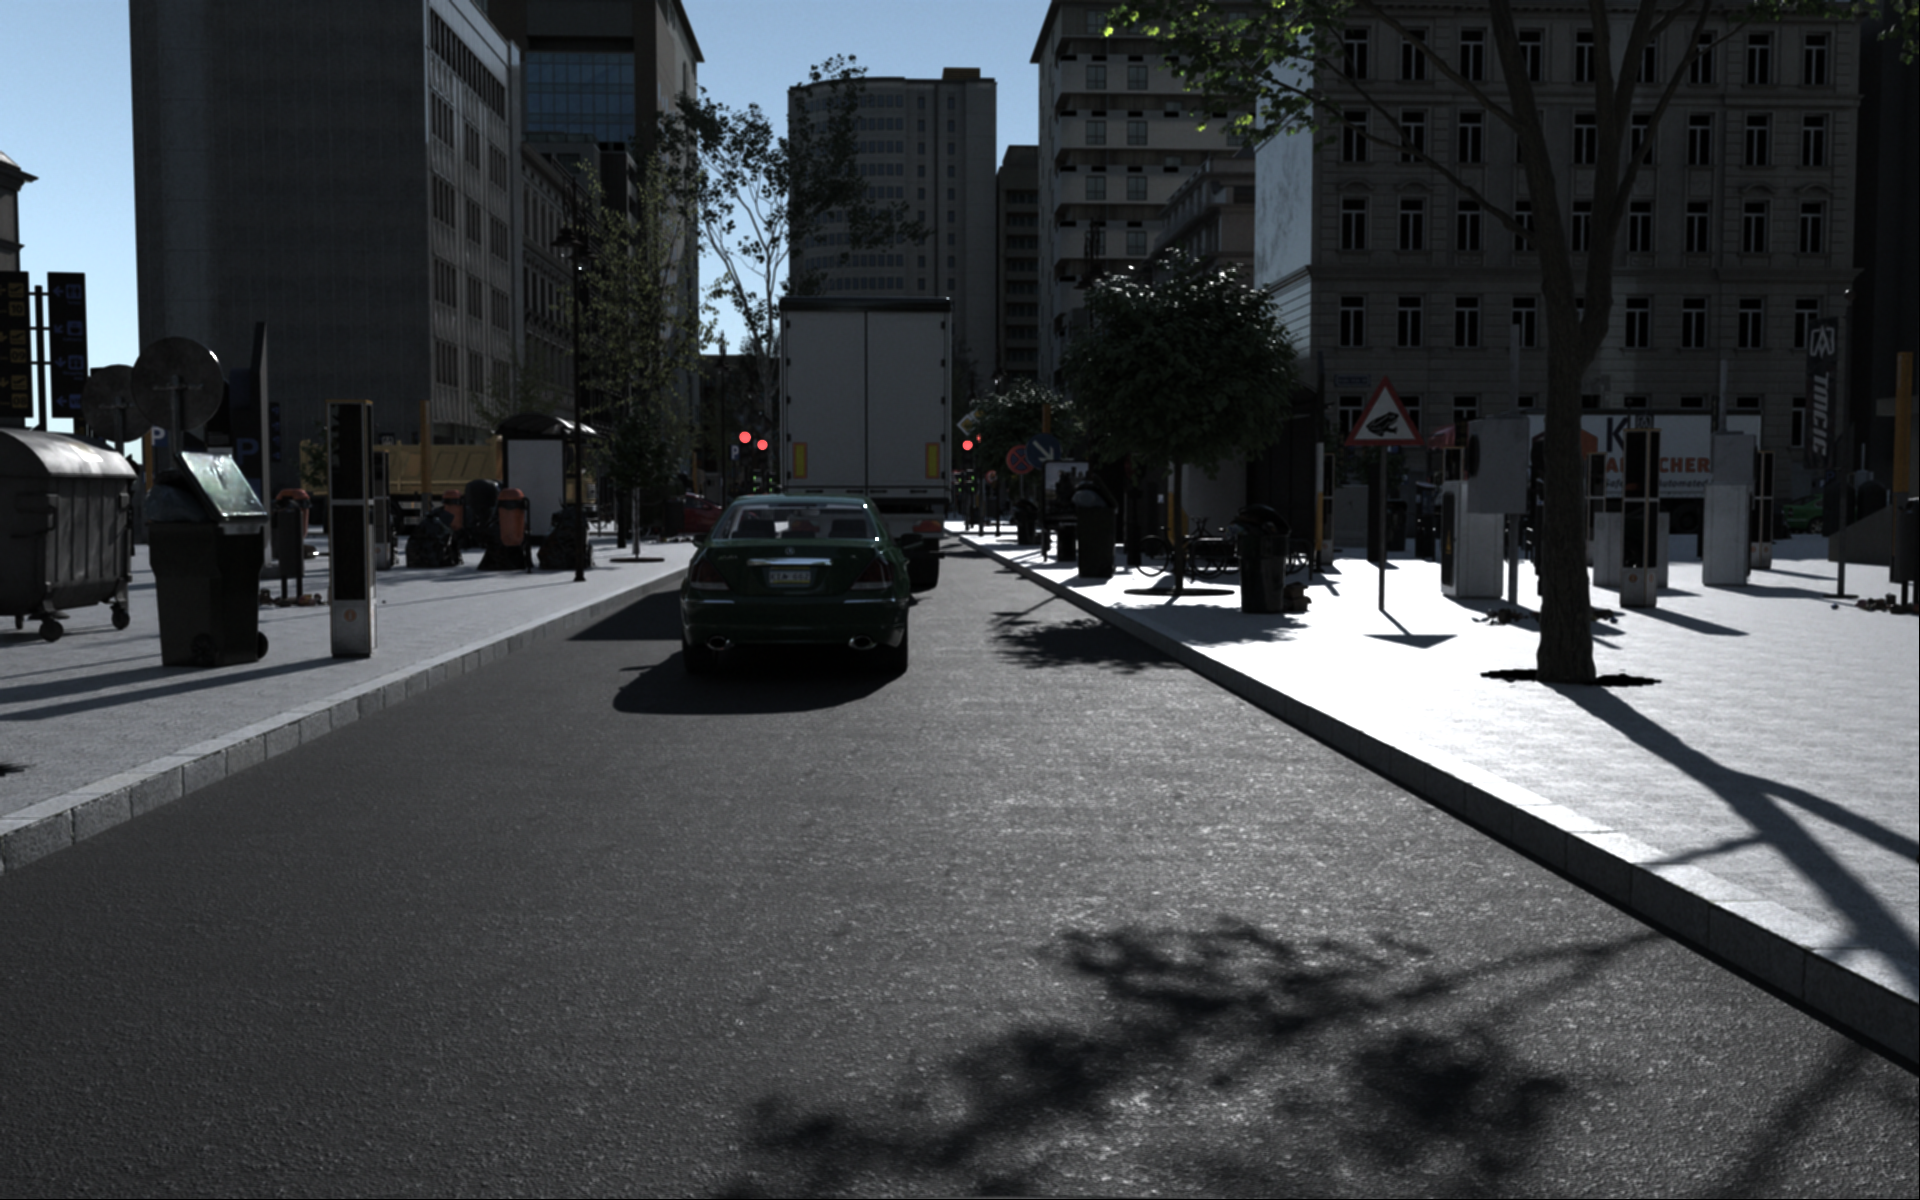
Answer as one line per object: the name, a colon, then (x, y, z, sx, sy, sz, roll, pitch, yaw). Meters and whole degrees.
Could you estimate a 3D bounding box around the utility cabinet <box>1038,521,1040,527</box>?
utility cabinet: (3.368, -3.418, 67.053, 1.020, 1.237, 0.306, 1, 4, 9)

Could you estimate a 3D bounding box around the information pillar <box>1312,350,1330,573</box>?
information pillar: (5.837, -2.248, 28.102, 0.183, 3.616, 0.504, 0, 4, 7)

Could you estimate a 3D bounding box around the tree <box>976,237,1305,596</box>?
tree: (2.849, -2.366, 22.398, 4.285, 4.588, 4.351, 0, 3, 0)

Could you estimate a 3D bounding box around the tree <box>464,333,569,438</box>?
tree: (-19.944, -7.854, 78.768, 4.737, 8.622, 4.395, 0, 3, 0)

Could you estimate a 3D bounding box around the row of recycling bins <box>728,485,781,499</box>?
row of recycling bins: (-9.518, -4.555, 81.582, 3.534, 1.692, 1.069, 2, 4, 35)

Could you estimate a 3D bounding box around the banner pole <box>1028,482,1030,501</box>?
banner pole: (2.572, -4.385, 61.708, 0.401, 3.779, 0.863, -2, 4, -31)

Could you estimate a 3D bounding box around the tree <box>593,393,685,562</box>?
tree: (-6.241, -2.337, 32.807, 1.663, 3.219, 1.824, 0, 3, 0)

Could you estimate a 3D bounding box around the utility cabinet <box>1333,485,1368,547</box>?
utility cabinet: (9.400, -2.021, 41.721, 0.318, 1.500, 1.173, -3, 5, -40)

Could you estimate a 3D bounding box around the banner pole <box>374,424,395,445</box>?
banner pole: (-20.648, -4.407, 62.072, 0.863, 3.779, 0.401, -1, 4, -22)

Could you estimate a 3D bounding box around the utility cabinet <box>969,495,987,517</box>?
utility cabinet: (0.997, -5.331, 98.331, 1.020, 1.237, 0.306, 1, 4, 13)

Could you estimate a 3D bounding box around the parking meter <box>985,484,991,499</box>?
parking meter: (1.592, -5.821, 100.890, 0.255, 1.863, 0.399, -3, 5, -42)

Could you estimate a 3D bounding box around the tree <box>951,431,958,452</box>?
tree: (-2.265, -11.088, 131.658, 4.360, 8.622, 3.978, 0, 3, 0)

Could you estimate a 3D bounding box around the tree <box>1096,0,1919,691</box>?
tree: (4.223, -5.257, 11.709, 9.928, 11.665, 9.643, 0, 3, 0)

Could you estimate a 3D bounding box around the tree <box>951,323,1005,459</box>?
tree: (-1.763, -12.851, 120.485, 12.009, 13.543, 11.850, 0, 3, 0)

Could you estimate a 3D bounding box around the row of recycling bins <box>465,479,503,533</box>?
row of recycling bins: (-13.298, -2.569, 49.114, 1.069, 1.692, 3.534, 0, 4, -2)

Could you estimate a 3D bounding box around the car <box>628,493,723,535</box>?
car: (-8.564, -2.819, 55.133, 4.494, 1.783, 2.155, 0, 4, -3)

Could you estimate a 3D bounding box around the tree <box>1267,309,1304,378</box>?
tree: (11.469, -7.213, 68.289, 4.737, 8.622, 4.395, 0, 3, 0)

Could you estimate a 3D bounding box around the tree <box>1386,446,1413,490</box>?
tree: (10.794, -3.060, 44.631, 1.663, 3.219, 1.824, 0, 3, 0)

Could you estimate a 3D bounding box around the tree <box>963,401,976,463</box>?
tree: (1.756, -3.864, 46.892, 4.285, 4.588, 4.351, 0, 3, 0)

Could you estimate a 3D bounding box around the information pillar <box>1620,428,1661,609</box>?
information pillar: (7.665, -0.919, 19.517, 0.304, 2.012, 0.304, -3, 5, -44)

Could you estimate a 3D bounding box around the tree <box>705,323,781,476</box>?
tree: (-9.642, -9.755, 93.905, 8.767, 10.594, 7.601, 0, 4, -4)

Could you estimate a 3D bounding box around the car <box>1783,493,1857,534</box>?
car: (29.390, -2.977, 57.473, 4.718, 1.807, 1.959, 0, 4, -1)

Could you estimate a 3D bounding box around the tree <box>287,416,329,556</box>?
tree: (-12.973, -2.559, 36.442, 1.663, 3.219, 1.824, 0, 3, 0)

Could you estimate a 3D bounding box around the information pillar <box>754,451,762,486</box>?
information pillar: (-9.919, -5.733, 85.082, 0.504, 3.616, 0.183, 0, 4, -8)

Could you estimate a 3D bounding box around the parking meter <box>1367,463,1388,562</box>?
parking meter: (7.938, -1.663, 32.909, 0.255, 1.863, 0.399, 3, 4, 38)

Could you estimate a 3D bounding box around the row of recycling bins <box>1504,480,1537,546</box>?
row of recycling bins: (14.435, -2.264, 44.130, 1.069, 1.692, 3.534, 2, 4, 25)

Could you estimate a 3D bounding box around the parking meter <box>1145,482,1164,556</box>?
parking meter: (4.024, -1.676, 35.806, 0.372, 1.533, 0.369, 0, 3, 0)

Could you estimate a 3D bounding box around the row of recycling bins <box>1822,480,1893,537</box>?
row of recycling bins: (27.660, -2.721, 51.596, 3.534, 1.692, 1.069, 1, 4, 10)

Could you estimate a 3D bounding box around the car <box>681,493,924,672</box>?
car: (-1.373, -0.220, 15.401, 2.131, 1.459, 4.920, 0, 4, -2)

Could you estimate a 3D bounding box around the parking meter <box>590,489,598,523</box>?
parking meter: (-16.253, -4.194, 76.982, 0.372, 1.533, 0.369, 0, 3, 0)

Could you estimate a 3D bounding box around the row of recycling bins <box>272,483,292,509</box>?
row of recycling bins: (-27.533, -3.657, 66.904, 3.534, 1.692, 1.069, 0, 4, -3)

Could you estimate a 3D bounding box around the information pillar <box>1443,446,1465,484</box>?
information pillar: (7.663, -1.372, 26.925, 0.304, 2.012, 0.304, 1, 4, 21)

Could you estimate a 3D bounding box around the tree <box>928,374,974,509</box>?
tree: (-2.150, -13.636, 141.070, 7.486, 12.596, 7.792, 0, 3, 0)

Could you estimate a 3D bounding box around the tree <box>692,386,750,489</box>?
tree: (-16.176, -10.298, 118.737, 4.737, 8.622, 4.395, 0, 3, 0)

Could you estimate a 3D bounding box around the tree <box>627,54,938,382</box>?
tree: (-6.742, -13.306, 73.449, 12.611, 20.169, 13.585, 0, 3, 0)

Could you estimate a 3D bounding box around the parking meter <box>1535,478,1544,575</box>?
parking meter: (9.314, -1.163, 27.424, 0.372, 1.533, 0.369, 0, 3, 0)

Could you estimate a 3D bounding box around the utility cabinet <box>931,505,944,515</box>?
utility cabinet: (-1.358, -5.471, 100.614, 0.306, 1.237, 1.020, 3, 5, 41)

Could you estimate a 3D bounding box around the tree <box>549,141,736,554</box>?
tree: (-6.903, -5.297, 36.965, 4.360, 8.622, 3.978, 0, 3, 0)

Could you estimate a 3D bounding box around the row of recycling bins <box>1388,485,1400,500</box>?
row of recycling bins: (16.560, -3.321, 61.413, 3.534, 1.692, 1.069, -1, 4, -10)

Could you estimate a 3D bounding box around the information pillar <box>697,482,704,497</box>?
information pillar: (-13.413, -5.209, 89.660, 0.304, 2.012, 0.304, 0, 3, 0)

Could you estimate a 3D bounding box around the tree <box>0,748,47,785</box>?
tree: (-4.974, -5.002, 7.536, 9.928, 11.665, 9.643, 0, 3, 0)

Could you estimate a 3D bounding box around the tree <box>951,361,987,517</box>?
tree: (-0.150, -8.842, 94.929, 4.737, 8.622, 4.395, 0, 3, 0)

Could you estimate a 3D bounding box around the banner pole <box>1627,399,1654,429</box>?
banner pole: (17.871, -3.407, 45.723, 0.863, 3.779, 0.401, 1, 4, 9)

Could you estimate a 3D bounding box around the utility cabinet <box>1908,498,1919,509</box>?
utility cabinet: (56.216, -5.539, 101.721, 0.306, 1.237, 1.020, -1, 4, -22)

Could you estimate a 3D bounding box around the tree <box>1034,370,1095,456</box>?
tree: (5.535, -9.316, 102.685, 4.360, 8.622, 3.978, 0, 3, 0)

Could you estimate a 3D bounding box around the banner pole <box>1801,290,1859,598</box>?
banner pole: (10.839, -1.930, 21.579, 0.401, 3.779, 0.863, -1, 4, -21)

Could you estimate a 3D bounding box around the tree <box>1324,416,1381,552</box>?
tree: (8.128, -2.692, 38.613, 1.663, 3.219, 1.824, 0, 3, 0)

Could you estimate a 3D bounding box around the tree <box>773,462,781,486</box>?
tree: (-8.963, -5.712, 87.996, 1.663, 3.219, 1.824, 0, 3, 0)

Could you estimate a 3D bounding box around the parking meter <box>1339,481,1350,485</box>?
parking meter: (15.861, -4.018, 71.408, 0.399, 1.863, 0.255, 3, 5, 40)
